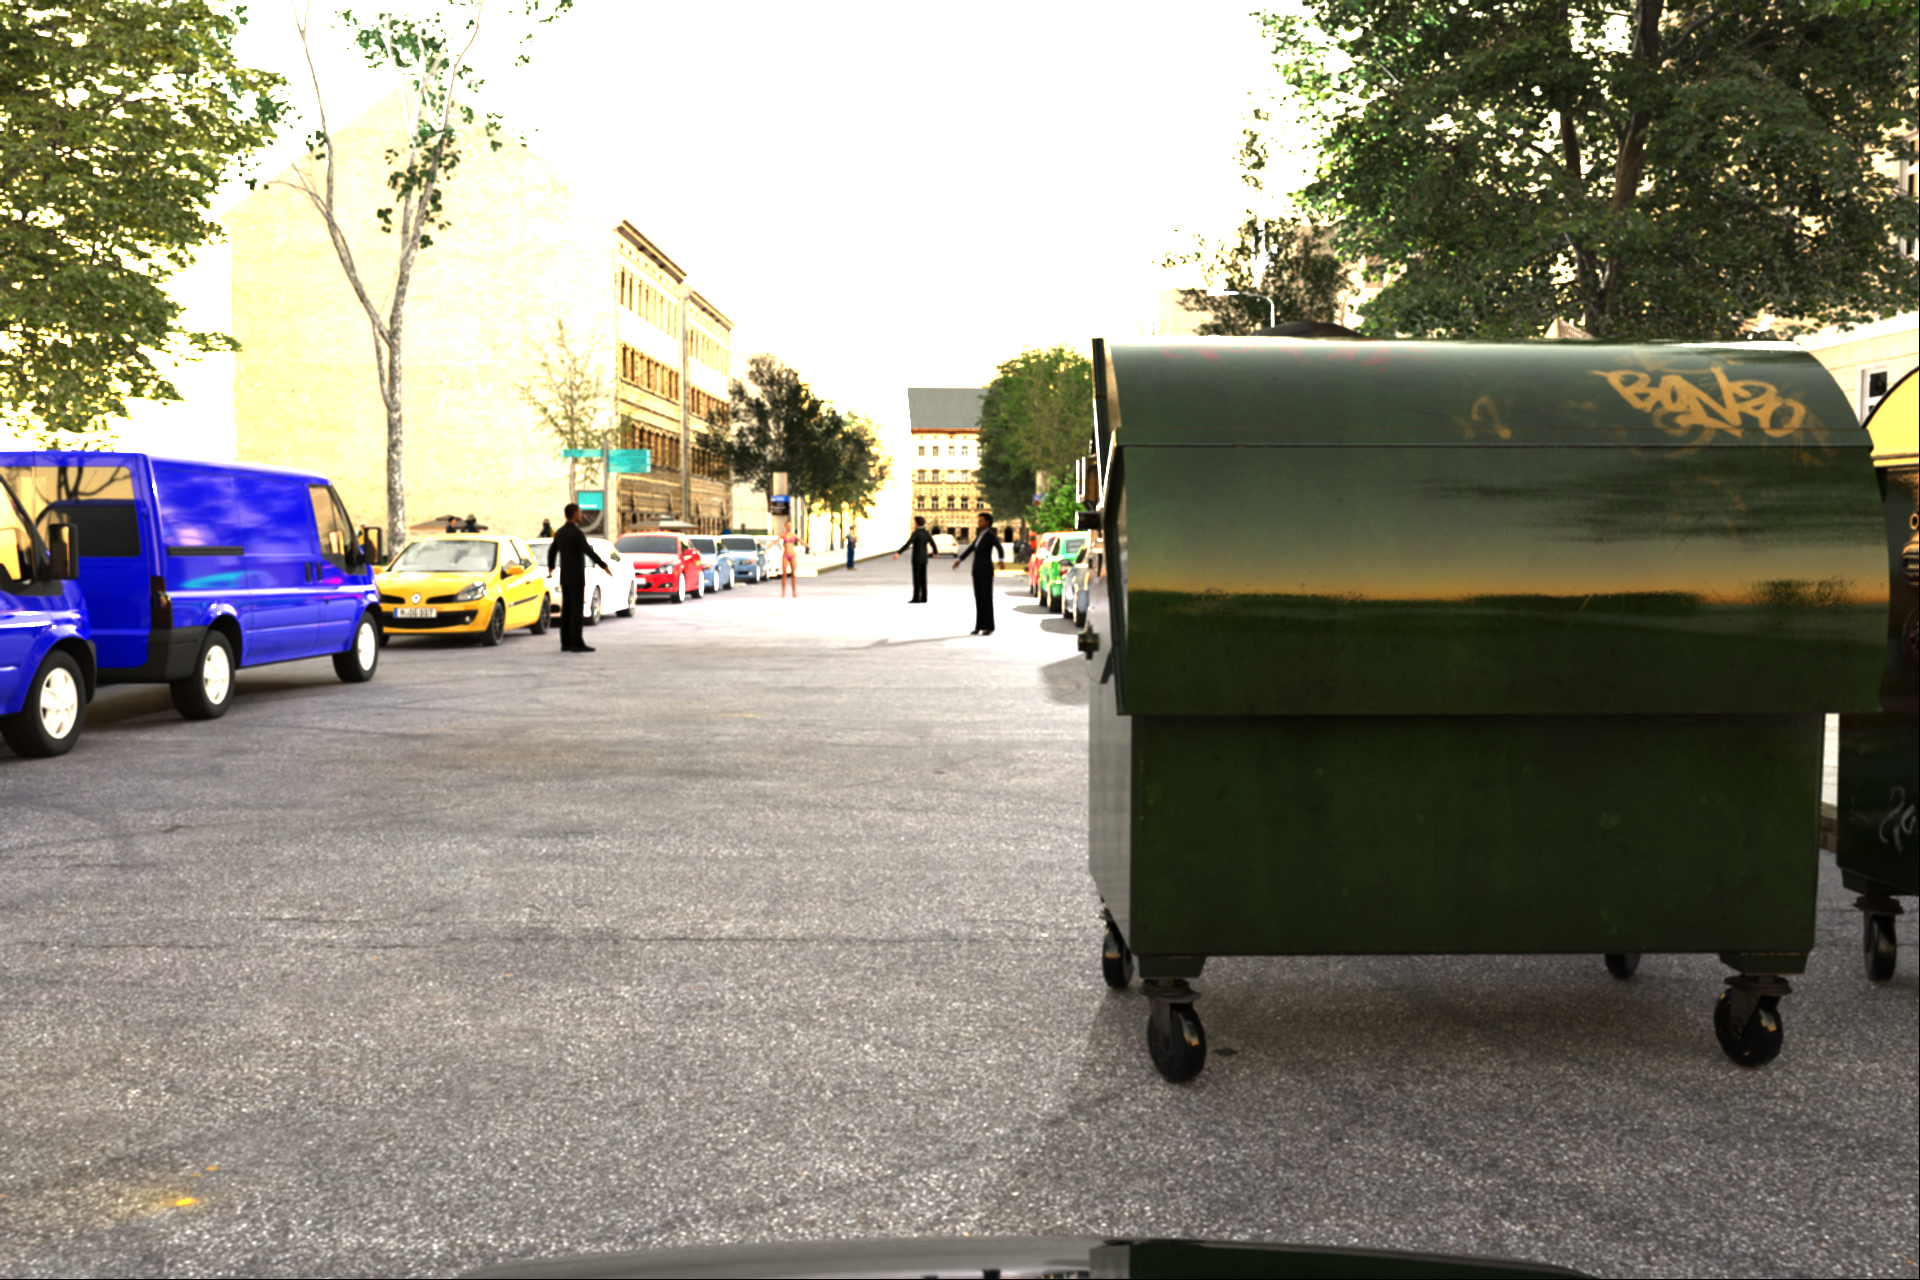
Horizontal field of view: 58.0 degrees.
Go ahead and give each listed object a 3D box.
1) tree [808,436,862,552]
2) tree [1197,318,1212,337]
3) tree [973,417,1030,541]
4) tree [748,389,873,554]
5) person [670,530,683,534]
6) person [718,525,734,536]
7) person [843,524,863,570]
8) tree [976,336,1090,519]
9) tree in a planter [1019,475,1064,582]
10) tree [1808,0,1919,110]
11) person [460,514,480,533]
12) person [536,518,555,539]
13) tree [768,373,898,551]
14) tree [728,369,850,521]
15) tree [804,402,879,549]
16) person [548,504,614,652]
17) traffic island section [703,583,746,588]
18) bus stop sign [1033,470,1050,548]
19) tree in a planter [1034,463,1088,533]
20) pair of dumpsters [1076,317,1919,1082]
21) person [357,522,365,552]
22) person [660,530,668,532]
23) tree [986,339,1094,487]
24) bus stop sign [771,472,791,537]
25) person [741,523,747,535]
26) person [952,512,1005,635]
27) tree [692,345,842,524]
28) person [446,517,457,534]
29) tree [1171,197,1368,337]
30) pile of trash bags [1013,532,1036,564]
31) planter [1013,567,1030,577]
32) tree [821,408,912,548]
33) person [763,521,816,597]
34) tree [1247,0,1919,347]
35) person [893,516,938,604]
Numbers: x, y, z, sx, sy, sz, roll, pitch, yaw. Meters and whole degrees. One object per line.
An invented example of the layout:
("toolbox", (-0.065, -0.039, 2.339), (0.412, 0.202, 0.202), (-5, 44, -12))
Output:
("tree", (-9.337, -10.613, 123.878), (4.737, 8.622, 4.395), (0, 3, 0))
("tree", (9.058, -6.698, 59.869), (4.737, 8.622, 4.395), (0, 3, 0))
("tree", (5.869, -15.529, 160.553), (9.857, 13.997, 8.962), (0, 3, 0))
("tree", (-9.857, -10.802, 111.028), (8.767, 10.594, 7.601), (0, 4, -5))
("person", (-13.157, -4.547, 80.280), (1.347, 1.837, 0.705), (-3, 5, -41))
("person", (-13.200, -5.616, 97.954), (1.347, 1.817, 0.704), (0, 4, -5))
("person", (-4.347, -3.727, 69.253), (0.705, 1.847, 1.347), (-3, 4, -38))
("tree", (5.626, -12.462, 110.411), (9.857, 13.997, 8.962), (0, 3, 0))
("tree in a planter", (2.801, -3.395, 52.734), (1.991, 3.239, 1.994), (0, 4, -1))
("tree", (9.222, -5.198, 10.739), (9.928, 11.665, 9.643), (0, 3, 0))
("person", (-13.490, -2.571, 47.902), (1.351, 1.845, 0.704), (2, 4, 34))
("person", (-14.819, -3.440, 62.029), (0.705, 1.856, 1.354), (1, 4, 22))
("tree", (-9.764, -13.565, 132.159), (12.009, 13.543, 11.850), (0, 3, 0))
("tree", (-9.970, -9.991, 97.759), (8.767, 10.594, 7.601), (3, 4, 37))
("tree", (-10.382, -13.928, 145.857), (7.486, 12.596, 7.792), (0, 3, 0))
("person", (-4.698, -0.762, 21.139), (1.346, 1.802, 0.704), (3, 5, 45))
("traffic island section", (-6.872, -1.485, 47.149), (1.991, 0.108, 1.994), (0, 3, 0))
("bus stop sign", (3.461, -5.067, 71.864), (0.837, 3.901, 0.837), (0, 4, 0))
("tree in a planter", (2.793, -2.849, 43.811), (1.991, 3.239, 1.994), (0, 4, 1))
("pair of dumpsters", (2.551, -0.006, 5.055), (4.436, 2.255, 1.574), (0, 4, -1))
("person", (-24.474, -3.962, 71.251), (0.721, 1.772, 1.216), (0, 4, 6))
("person", (-12.306, -4.069, 72.493), (0.705, 1.833, 1.349), (1, 4, 13))
("tree", (5.415, -10.094, 90.800), (9.928, 11.665, 9.643), (0, 3, 0))
("bus stop sign", (-7.674, -5.201, 74.054), (0.837, 3.901, 0.837), (0, 4, -1))
("person", (-10.863, -4.927, 86.677), (0.705, 1.813, 1.348), (-1, 4, -9))
("person", (0.277, -0.945, 24.635), (0.721, 1.740, 1.216), (-2, 4, -34))
("tree", (-9.650, -9.284, 86.201), (8.767, 10.594, 7.601), (1, 4, 15))
("person", (-15.890, -2.952, 54.315), (0.704, 1.823, 1.345), (0, 4, 4))
("tree", (8.670, -7.001, 48.879), (7.601, 10.594, 8.767), (-1, 4, -20))
("pile of trash bags", (3.279, -4.071, 76.307), (1.912, 1.369, 3.447), (0, 3, 0))
("planter", (2.817, -2.302, 58.780), (1.991, 0.319, 1.994), (0, 4, -1))
("tree", (-9.972, -15.374, 161.733), (12.009, 13.543, 11.850), (0, 3, 0))
("person", (-3.865, -1.832, 39.216), (1.217, 1.733, 0.721), (-1, 4, -13))
("tree", (8.766, -7.141, 23.410), (9.857, 13.997, 8.962), (0, 3, 0))
("person", (-0.858, -1.660, 35.788), (0.705, 1.806, 1.347), (3, 5, 40))
